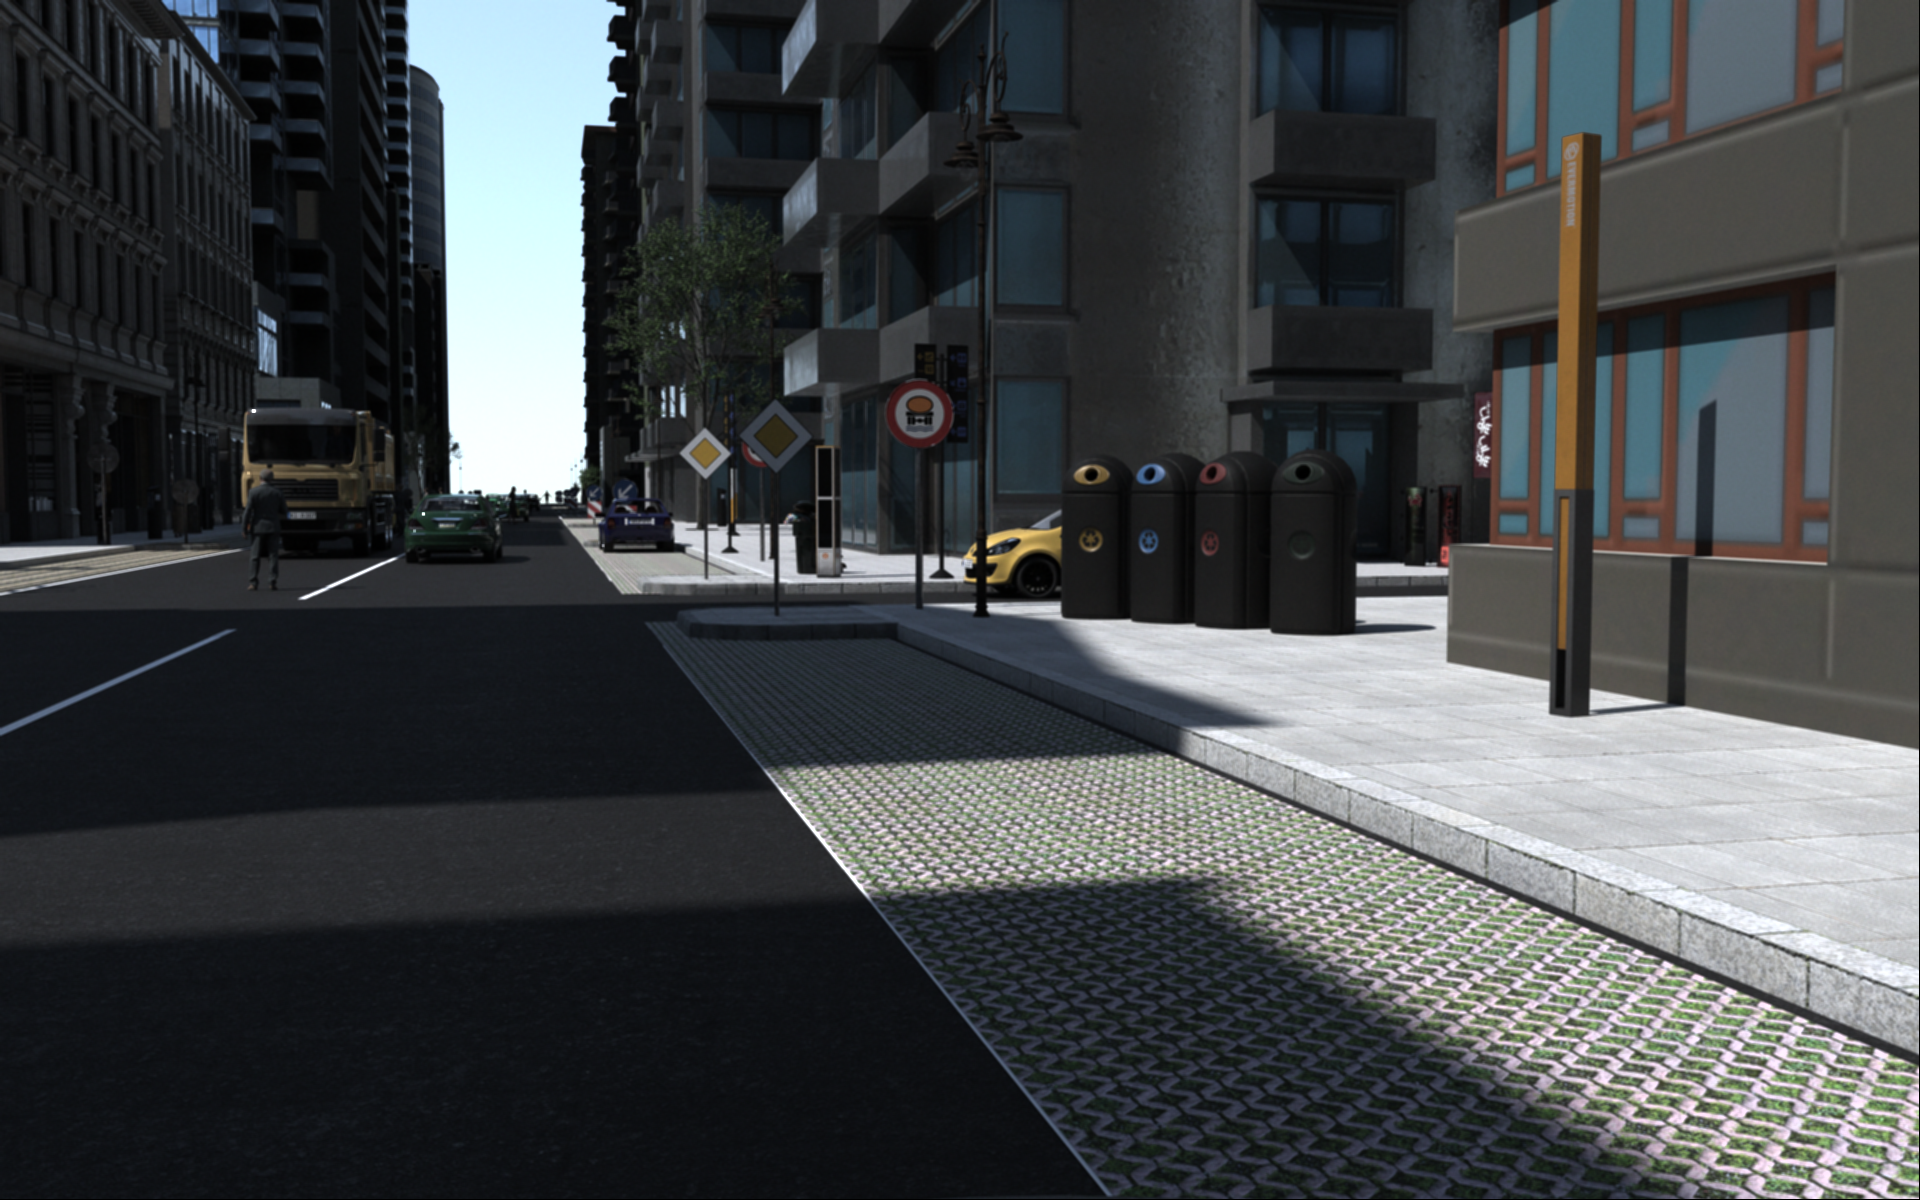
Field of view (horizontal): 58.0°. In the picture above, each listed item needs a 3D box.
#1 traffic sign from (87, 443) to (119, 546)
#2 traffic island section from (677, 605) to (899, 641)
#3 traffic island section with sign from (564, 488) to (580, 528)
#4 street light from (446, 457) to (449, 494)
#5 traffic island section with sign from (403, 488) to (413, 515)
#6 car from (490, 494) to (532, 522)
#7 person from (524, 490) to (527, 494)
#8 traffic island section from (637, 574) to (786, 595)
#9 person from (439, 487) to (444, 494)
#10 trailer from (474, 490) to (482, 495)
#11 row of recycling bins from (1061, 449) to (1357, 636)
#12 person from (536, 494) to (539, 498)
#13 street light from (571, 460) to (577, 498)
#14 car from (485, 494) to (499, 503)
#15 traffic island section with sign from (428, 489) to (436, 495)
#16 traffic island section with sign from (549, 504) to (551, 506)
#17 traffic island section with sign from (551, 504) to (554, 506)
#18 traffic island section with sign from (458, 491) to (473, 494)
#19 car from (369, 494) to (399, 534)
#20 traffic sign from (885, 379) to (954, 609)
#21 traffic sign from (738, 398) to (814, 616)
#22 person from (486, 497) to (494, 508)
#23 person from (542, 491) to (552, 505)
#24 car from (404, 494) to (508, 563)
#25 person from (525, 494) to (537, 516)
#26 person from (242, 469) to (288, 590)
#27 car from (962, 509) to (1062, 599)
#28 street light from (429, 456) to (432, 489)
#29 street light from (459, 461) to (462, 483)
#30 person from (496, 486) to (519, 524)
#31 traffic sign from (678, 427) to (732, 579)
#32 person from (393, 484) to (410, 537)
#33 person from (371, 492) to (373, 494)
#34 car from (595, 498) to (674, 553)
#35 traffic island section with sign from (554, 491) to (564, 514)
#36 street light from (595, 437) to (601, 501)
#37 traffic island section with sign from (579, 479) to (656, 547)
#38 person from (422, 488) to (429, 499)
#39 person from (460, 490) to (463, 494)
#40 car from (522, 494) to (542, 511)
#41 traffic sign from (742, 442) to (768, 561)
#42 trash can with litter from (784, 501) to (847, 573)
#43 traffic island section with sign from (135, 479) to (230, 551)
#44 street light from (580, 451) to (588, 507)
[{"bbox_3d":[-21.252,-2.622,42.968,0.768,2.556,0.104,0,4,-6],"label":"traffic sign"},{"bbox_3d":[-1.913,0.244,18.284,2.009,0.180,2.903,-1,4,-14],"label":"traffic island section"},{"bbox_3d":[-15.799,-4.011,74.206,1.989,1.847,2.006,-1,4,-14],"label":"traffic island section with sign"},{"bbox_3d":[-62.535,-14.601,211.507,0.468,5.910,1.993,-1,4,-14],"label":"street light"},{"bbox_3d":[-38.179,-6.809,119.959,1.989,1.847,2.006,-1,4,-14],"label":"traffic island section with sign"},{"bbox_3d":[-23.384,-4.792,90.147,2.131,1.459,4.920,-1,4,-14],"label":"car"},{"bbox_3d":[-38.915,-8.956,154.900,0.705,1.831,1.348,-1,4,-12],"label":"person"},{"bbox_3d":[-3.792,-0.230,26.045,2.009,0.180,2.903,-1,4,-14],"label":"traffic island section"},{"bbox_3d":[-27.638,-5.100,92.224,0.374,1.781,0.599,0,4,6],"label":"person"},{"bbox_3d":[-69.685,-14.867,250.125,1.471,1.999,3.904,-1,4,-12],"label":"trailer"},{"bbox_3d":[2.385,-0.610,17.084,1.069,1.692,3.534,-3,5,-42],"label":"row of recycling bins"},{"bbox_3d":[-57.069,-13.559,233.450,1.065,1.426,0.557,2,4,27],"label":"person"},{"bbox_3d":[-49.139,-15.219,221.624,0.468,5.910,1.993,-1,4,-14],"label":"street light"},{"bbox_3d":[-50.400,-10.883,186.732,1.959,1.807,4.718,-1,4,-12],"label":"car"},{"bbox_3d":[-44.689,-8.455,146.859,1.989,1.847,2.006,-1,4,-14],"label":"traffic island section with sign"},{"bbox_3d":[-47.109,-11.915,203.439,1.989,1.847,2.006,-1,4,-14],"label":"traffic island section with sign"},{"bbox_3d":[-33.878,-8.576,148.842,1.989,1.847,2.006,-1,4,-14],"label":"traffic island section with sign"},{"bbox_3d":[-57.776,-11.759,200.893,1.989,1.847,2.006,-1,4,-14],"label":"traffic island section with sign"},{"bbox_3d":[-21.543,-3.276,63.793,2.015,1.641,3.980,-1,4,-14],"label":"car"},{"bbox_3d":[-0.453,-1.171,19.256,0.768,2.556,0.104,-1,4,-8],"label":"traffic sign"},{"bbox_3d":[-1.934,-0.890,18.201,0.795,2.450,0.064,-1,4,-14],"label":"traffic sign"},{"bbox_3d":[-20.962,-3.934,77.106,0.425,1.301,0.394,0,4,-1],"label":"person"},{"bbox_3d":[-52.364,-12.930,219.529,1.348,1.869,0.705,-1,4,-23],"label":"person"},{"bbox_3d":[-10.924,-1.573,37.515,2.131,1.459,4.920,-1,4,-12],"label":"car"},{"bbox_3d":[-28.484,-6.281,114.454,1.065,1.426,0.557,-1,4,-22],"label":"person"},{"bbox_3d":[-10.397,-1.053,25.887,0.661,1.801,0.590,-2,4,-32],"label":"person"},{"bbox_3d":[2.018,-0.883,24.667,3.980,1.641,2.015,-1,4,-14],"label":"car"},{"bbox_3d":[-54.513,-12.583,178.514,0.468,5.910,1.993,-1,4,-14],"label":"street light"},{"bbox_3d":[-70.251,-16.569,243.694,0.468,5.910,1.993,-1,4,-14],"label":"street light"},{"bbox_3d":[-21.536,-4.492,82.163,0.699,1.804,1.509,3,5,43],"label":"person"},{"bbox_3d":[-3.813,-1.365,25.963,0.795,2.450,0.064,-1,4,-14],"label":"traffic sign"},{"bbox_3d":[-18.642,-2.993,57.864,0.534,1.772,0.576,0,4,-1],"label":"person"},{"bbox_3d":[-26.546,-4.227,77.735,0.709,1.813,0.853,0,4,6],"label":"person"},{"bbox_3d":[-8.162,-1.893,43.530,1.945,1.354,3.894,-1,4,-14],"label":"car"},{"bbox_3d":[-27.531,-6.973,122.642,1.989,1.847,2.006,-1,4,-14],"label":"traffic island section with sign"},{"bbox_3d":[-29.514,-10.295,141.108,0.468,5.910,1.993,-1,4,-14],"label":"street light"},{"bbox_3d":[-9.254,-2.358,47.187,1.989,1.847,2.006,-1,4,-14],"label":"traffic island section with sign"},{"bbox_3d":[-29.488,-5.304,95.553,0.374,1.781,0.599,-2,4,-27],"label":"person"},{"bbox_3d":[-40.129,-7.988,139.840,0.721,1.736,1.217,-1,4,-20],"label":"person"},{"bbox_3d":[-37.133,-8.398,149.100,2.131,1.459,4.920,-1,4,-12],"label":"car"},{"bbox_3d":[-3.767,-2.011,32.986,0.768,2.556,0.104,-1,4,-12],"label":"traffic sign"},{"bbox_3d":[-2.328,-1.022,28.103,0.624,1.170,1.055,2,4,29],"label":"trash can with litter"},{"bbox_3d":[-19.847,-2.183,44.316,1.989,1.847,2.006,-1,4,-14],"label":"traffic island section with sign"},{"bbox_3d":[-37.518,-12.276,173.508,0.468,5.910,1.993,-1,4,-14],"label":"street light"}]
